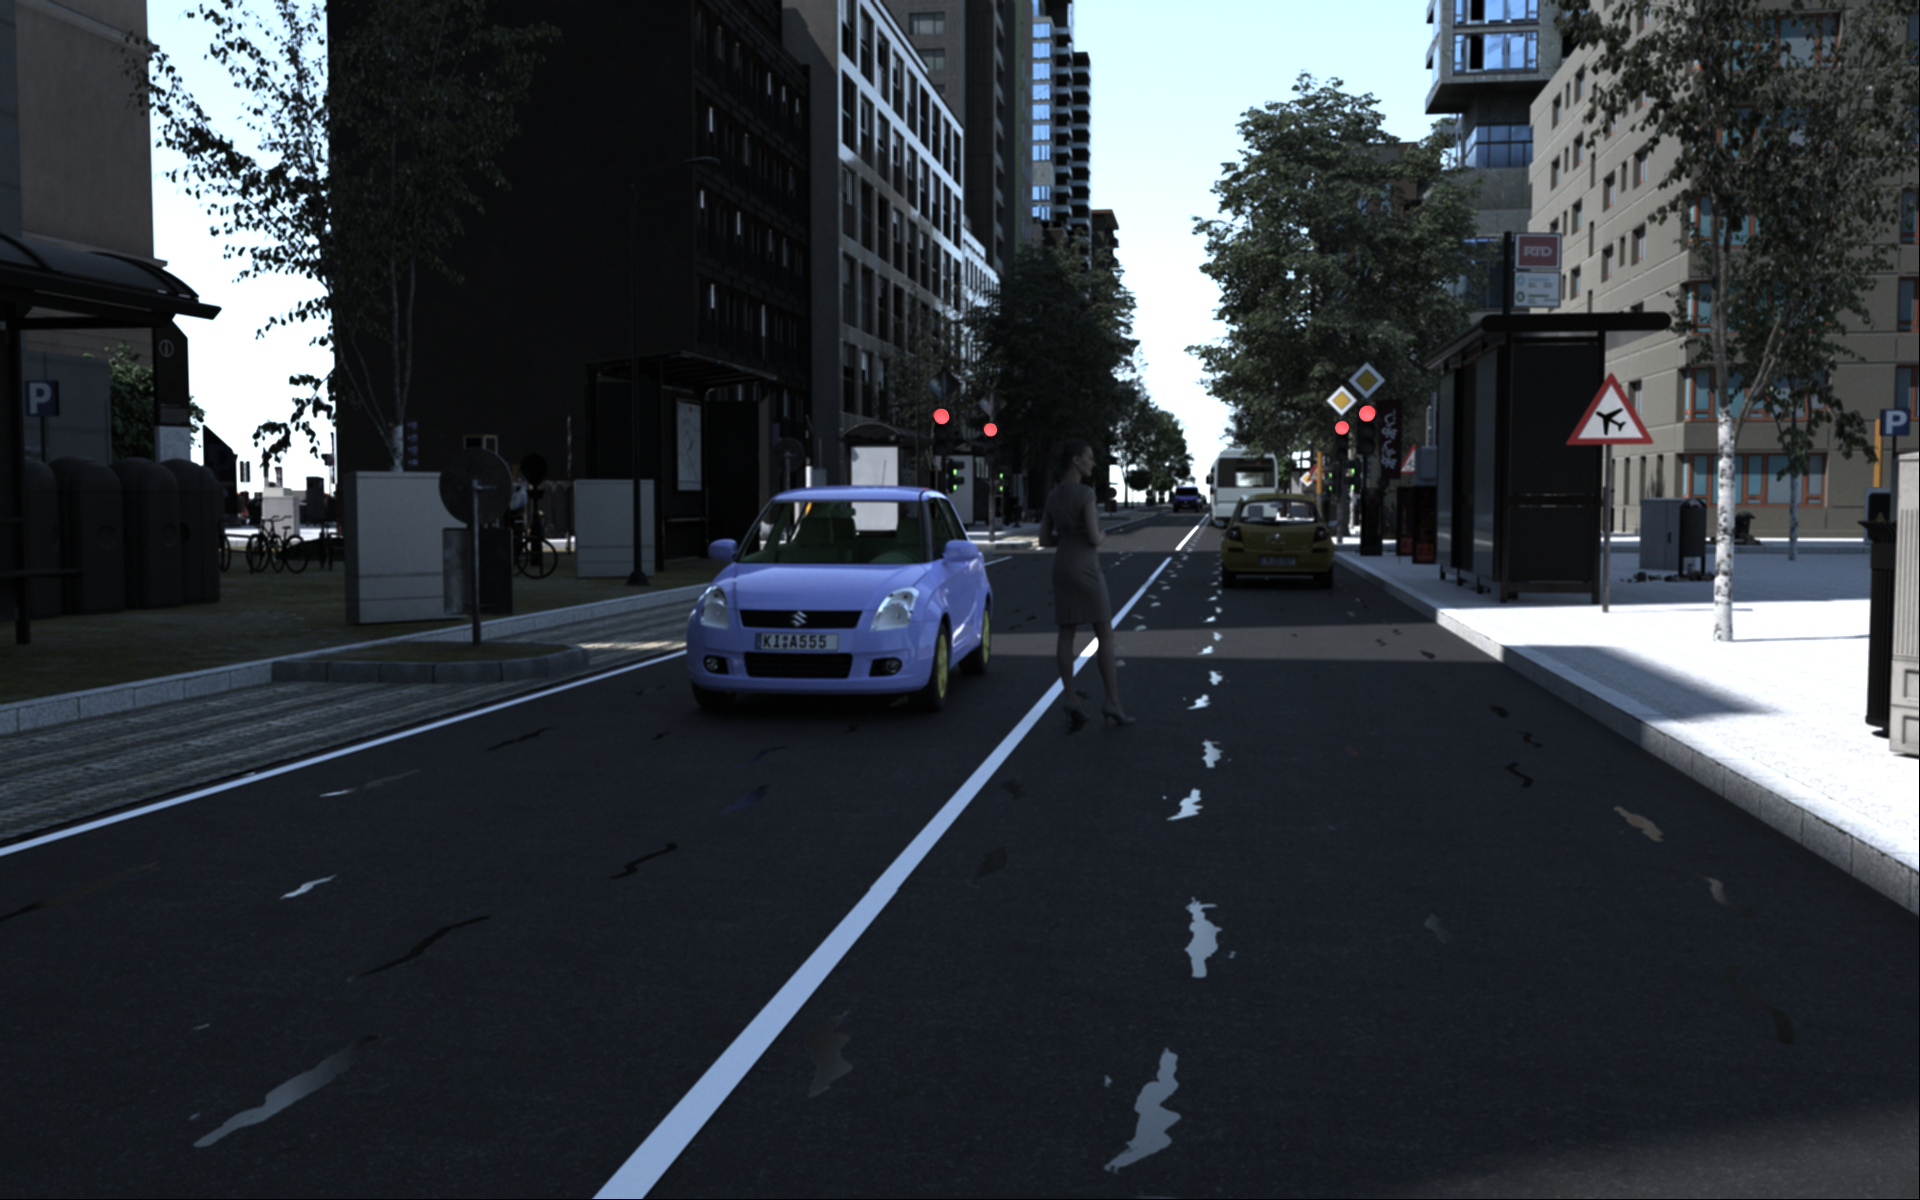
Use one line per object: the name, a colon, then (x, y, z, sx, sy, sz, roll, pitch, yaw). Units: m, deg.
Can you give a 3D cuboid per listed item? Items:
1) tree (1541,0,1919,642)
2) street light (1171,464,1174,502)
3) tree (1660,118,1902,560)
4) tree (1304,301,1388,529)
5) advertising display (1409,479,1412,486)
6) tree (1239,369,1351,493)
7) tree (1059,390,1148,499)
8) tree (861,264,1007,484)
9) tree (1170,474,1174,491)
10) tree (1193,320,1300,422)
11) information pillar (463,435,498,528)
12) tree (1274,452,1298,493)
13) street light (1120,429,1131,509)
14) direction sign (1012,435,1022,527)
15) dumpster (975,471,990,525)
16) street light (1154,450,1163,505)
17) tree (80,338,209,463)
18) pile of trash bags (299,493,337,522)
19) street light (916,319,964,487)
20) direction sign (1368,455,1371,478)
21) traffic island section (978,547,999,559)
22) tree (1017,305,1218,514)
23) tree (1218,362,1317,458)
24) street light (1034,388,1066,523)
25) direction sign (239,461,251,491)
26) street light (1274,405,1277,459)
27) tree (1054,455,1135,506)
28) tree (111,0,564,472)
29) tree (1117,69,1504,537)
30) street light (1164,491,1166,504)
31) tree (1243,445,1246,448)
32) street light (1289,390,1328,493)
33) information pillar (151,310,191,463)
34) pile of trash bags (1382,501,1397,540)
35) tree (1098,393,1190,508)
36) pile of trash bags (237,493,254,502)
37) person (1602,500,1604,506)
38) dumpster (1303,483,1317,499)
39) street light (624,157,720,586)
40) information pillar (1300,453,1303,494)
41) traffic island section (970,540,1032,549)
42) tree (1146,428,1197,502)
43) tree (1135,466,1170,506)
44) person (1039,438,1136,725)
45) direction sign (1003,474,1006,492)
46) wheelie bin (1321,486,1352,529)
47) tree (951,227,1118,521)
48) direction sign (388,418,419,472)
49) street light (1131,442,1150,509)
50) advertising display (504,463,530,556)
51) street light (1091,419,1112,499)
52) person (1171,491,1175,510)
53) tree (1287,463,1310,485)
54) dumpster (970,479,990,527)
tree: (6.797, -3.931, 14.640, 4.360, 8.622, 3.978, 0, 3, 0)
street light: (28.199, -15.980, 233.807, 1.470, 5.913, 1.316, 1, 4, 9)
tree: (15.898, -5.074, 33.318, 4.737, 8.622, 4.395, 0, 3, 0)
tree: (14.111, -6.898, 63.137, 4.360, 8.622, 3.978, 0, 3, 0)
advertising display: (19.235, -4.138, 72.862, 0.123, 1.923, 0.974, -2, 4, -24)
tree: (21.554, -10.828, 111.451, 7.601, 10.594, 8.767, 0, 4, 5)
tree: (11.313, -12.405, 137.238, 7.601, 10.594, 8.767, -1, 4, -22)
tree: (-0.604, -6.493, 56.528, 4.360, 8.622, 3.978, 0, 3, 0)
tree: (25.267, -14.463, 220.185, 4.285, 4.588, 4.351, 0, 3, 0)
tree: (30.675, -19.956, 182.164, 12.611, 20.169, 13.585, 0, 3, 0)
information pillar: (-5.979, -1.049, 21.646, 0.304, 2.012, 0.304, 1, 4, 18)
tree: (25.582, -9.462, 138.418, 4.285, 4.588, 4.351, 0, 3, 0)
street light: (11.048, -9.137, 121.926, 1.470, 5.913, 1.316, 1, 4, 9)
direction sign: (2.193, -4.565, 66.640, 0.379, 3.537, 0.876, -1, 4, -20)
dumpster: (0.757, -4.255, 72.055, 1.502, 2.255, 1.985, 1, 4, 9)
street light: (20.296, -12.811, 181.998, 1.470, 5.913, 1.316, 1, 4, 9)
tree: (-17.630, -3.233, 36.576, 4.285, 4.588, 4.351, 0, 3, 0)
pile of trash bags: (-28.578, -4.273, 79.623, 3.447, 1.369, 1.912, -3, 5, -44)
street light: (-0.591, -4.509, 46.255, 1.470, 5.913, 1.316, 1, 4, 9)
direction sign: (20.069, -5.715, 85.434, 0.379, 3.537, 0.876, 0, 4, -8)
traffic island section: (-0.379, -0.985, 38.389, 2.009, 0.180, 2.903, 1, 4, 9)
tree: (8.490, -12.361, 112.469, 12.009, 13.543, 11.850, 0, 3, 0)
tree: (27.126, -14.646, 149.834, 12.009, 13.543, 11.850, 0, 3, 0)
street light: (3.934, -6.325, 75.952, 1.470, 5.913, 1.316, 1, 4, 9)
direction sign: (-48.552, -7.687, 117.679, 0.379, 3.537, 0.876, 2, 4, 25)
street light: (16.478, -7.134, 89.189, 1.470, 5.913, 1.316, 1, 4, 9)
tree: (7.073, -7.213, 101.645, 4.285, 4.588, 4.351, 0, 3, 0)
tree: (-6.228, -4.156, 18.312, 4.360, 8.622, 3.978, 0, 3, 0)
tree: (11.426, -8.886, 51.948, 9.857, 13.997, 8.962, 0, 3, 0)
street light: (23.544, -14.164, 204.130, 1.470, 5.913, 1.316, 1, 4, 9)
tree: (39.062, -18.776, 225.107, 7.486, 12.596, 7.792, 0, 3, 0)
street light: (12.031, -5.316, 59.462, 1.470, 5.913, 1.316, 1, 4, 9)
information pillar: (-9.683, -1.831, 21.291, 0.183, 3.616, 0.504, 2, 4, 24)
pile of trash bags: (12.658, -2.375, 48.582, 1.912, 1.369, 3.447, 0, 4, -5)
tree: (15.528, -14.523, 163.208, 9.928, 11.665, 9.643, 0, 3, 0)
pile of trash bags: (-46.861, -6.510, 116.188, 3.447, 1.369, 1.912, -2, 4, -31)
person: (15.222, -2.021, 41.725, 0.537, 1.800, 0.526, 1, 4, 14)
dumpster: (18.432, -5.142, 89.831, 1.264, 1.857, 1.865, 1, 4, 9)
street light: (-4.002, -3.154, 24.114, 1.470, 5.913, 1.316, 1, 4, 9)
information pillar: (18.063, -6.139, 91.732, 0.183, 3.616, 0.504, 1, 4, 17)
traffic island section: (0.831, -1.468, 46.283, 2.009, 0.180, 2.903, 1, 4, 9)
tree: (33.422, -21.962, 276.082, 9.611, 12.733, 9.660, 0, 3, 0)
tree: (19.598, -12.593, 189.608, 4.285, 4.588, 4.351, 0, 3, 0)
person: (0.793, -0.125, 10.886, 0.374, 1.781, 0.599, -3, 5, -40)
direction sign: (3.111, -7.941, 121.825, 0.379, 3.537, 0.876, 1, 4, 18)
wheelie bin: (11.728, -2.828, 54.144, 0.980, 1.594, 0.693, -1, 4, -19)
tree: (4.064, -10.820, 83.565, 9.857, 13.997, 8.962, 0, 3, 0)
direction sign: (-16.630, -3.658, 51.799, 0.876, 3.537, 0.379, 0, 4, -6)
street light: (15.730, -10.995, 152.307, 1.470, 5.913, 1.316, 1, 4, 9)
advertising display: (-9.231, -1.887, 36.061, 0.123, 1.923, 0.974, 1, 4, 11)
street light: (8.462, -8.141, 105.649, 1.470, 5.913, 1.316, 1, 4, 9)
person: (18.867, -8.800, 153.323, 0.756, 1.711, 0.436, -3, 4, -36)
tree: (20.704, -6.806, 105.884, 1.663, 3.219, 1.824, 0, 3, 0)
dumpster: (0.758, -3.831, 68.401, 1.264, 1.857, 1.865, 1, 4, 9)
